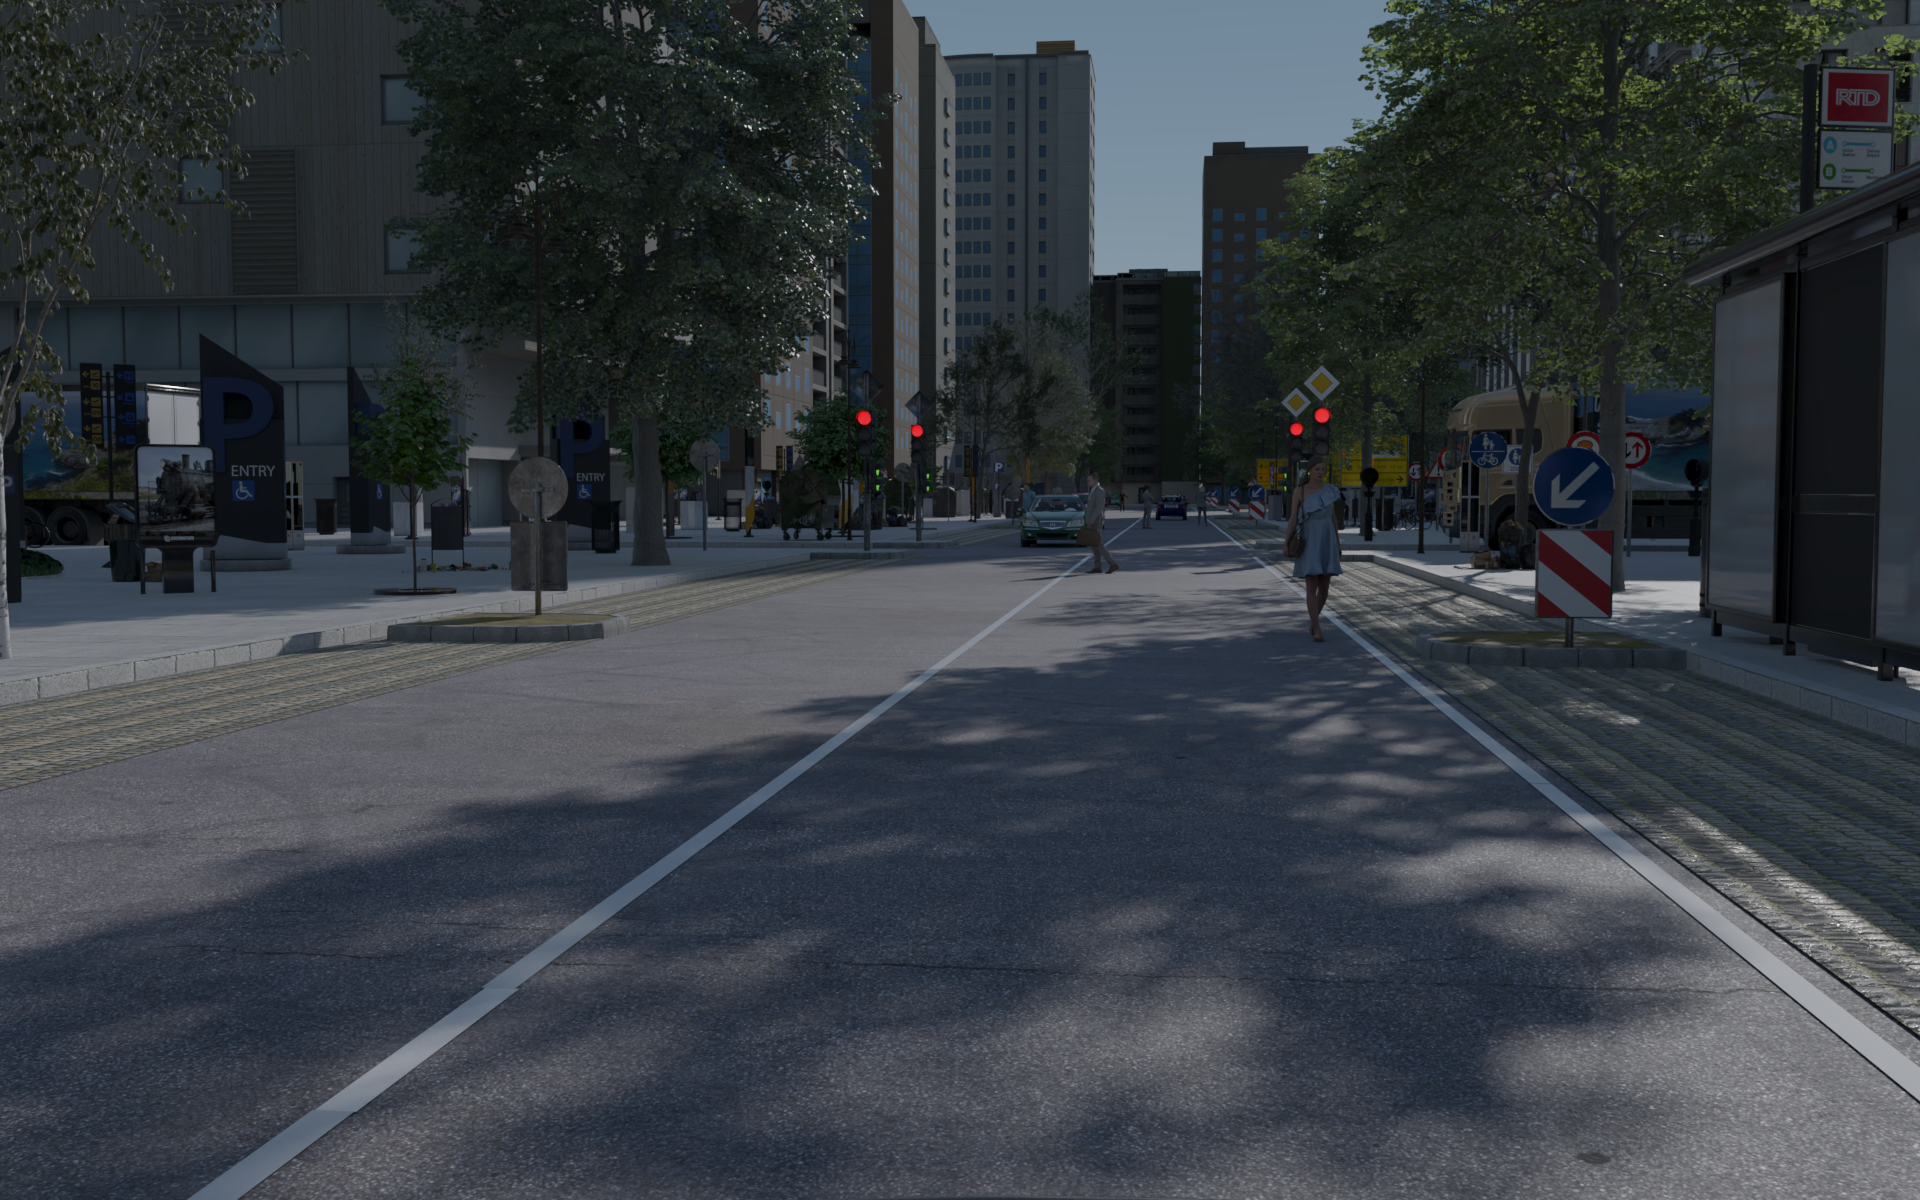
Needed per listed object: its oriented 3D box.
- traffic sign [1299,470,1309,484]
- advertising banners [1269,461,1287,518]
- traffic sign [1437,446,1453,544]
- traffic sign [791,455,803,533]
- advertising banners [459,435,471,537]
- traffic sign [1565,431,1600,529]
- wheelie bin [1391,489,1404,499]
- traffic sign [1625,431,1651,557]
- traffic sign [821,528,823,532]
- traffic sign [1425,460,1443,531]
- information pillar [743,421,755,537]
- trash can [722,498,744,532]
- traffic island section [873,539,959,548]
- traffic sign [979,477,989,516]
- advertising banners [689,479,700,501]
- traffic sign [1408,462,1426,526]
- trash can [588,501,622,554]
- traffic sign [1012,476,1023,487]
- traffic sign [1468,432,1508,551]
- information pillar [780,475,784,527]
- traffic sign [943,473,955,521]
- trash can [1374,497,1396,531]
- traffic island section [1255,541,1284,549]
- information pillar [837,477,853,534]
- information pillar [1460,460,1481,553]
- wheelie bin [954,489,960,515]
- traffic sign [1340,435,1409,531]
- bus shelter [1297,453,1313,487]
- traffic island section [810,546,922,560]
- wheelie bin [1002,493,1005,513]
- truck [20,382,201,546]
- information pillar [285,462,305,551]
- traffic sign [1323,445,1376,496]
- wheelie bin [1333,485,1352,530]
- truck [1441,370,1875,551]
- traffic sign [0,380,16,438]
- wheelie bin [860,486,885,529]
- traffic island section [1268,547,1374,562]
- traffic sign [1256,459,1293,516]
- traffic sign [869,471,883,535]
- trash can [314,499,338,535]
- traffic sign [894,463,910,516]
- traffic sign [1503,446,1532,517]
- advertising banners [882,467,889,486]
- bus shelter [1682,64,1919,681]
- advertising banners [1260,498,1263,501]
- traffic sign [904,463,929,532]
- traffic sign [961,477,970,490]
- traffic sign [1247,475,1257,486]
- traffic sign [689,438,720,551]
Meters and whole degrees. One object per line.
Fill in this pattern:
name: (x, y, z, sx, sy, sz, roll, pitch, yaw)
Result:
traffic sign: (14.581, -4.337, 73.047, 0.606, 2.300, 0.079, 1, 4, 12)
advertising banners: (17.012, -5.883, 92.379, 0.090, 3.025, 2.074, -1, 4, -19)
traffic sign: (12.746, -2.739, 44.888, 0.768, 2.556, 0.104, 1, 4, 10)
traffic sign: (-5.260, -3.476, 56.829, 0.884, 2.594, 0.081, 1, 4, 15)
advertising banners: (-14.862, -3.411, 51.956, 0.090, 3.025, 2.074, 0, 4, -8)
traffic sign: (12.600, -2.133, 34.988, 0.768, 2.556, 0.104, 1, 4, 14)
wheelie bin: (25.858, -5.785, 102.494, 0.693, 1.594, 0.980, 1, 4, 20)
traffic sign: (13.615, -2.146, 35.197, 0.768, 2.556, 0.104, 1, 4, 10)
traffic sign: (-4.593, -3.514, 57.461, 0.884, 2.594, 0.081, 1, 4, 14)
traffic sign: (16.456, -3.645, 59.596, 0.884, 2.594, 0.081, 1, 4, 11)
information pillar: (-6.249, -3.673, 51.409, 0.183, 3.616, 0.504, 1, 4, 18)
trash can: (-7.776, -2.912, 59.266, 0.748, 1.137, 0.748, 0, 3, 0)
traffic island section: (-1.140, -1.517, 47.086, 2.009, 0.180, 2.903, 0, 4, 7)
traffic sign: (1.403, -6.073, 101.424, 0.606, 2.300, 0.079, 1, 4, 9)
advertising banners: (-14.013, -5.833, 91.560, 0.090, 3.025, 2.074, -2, 4, -24)
traffic sign: (18.112, -4.202, 68.812, 0.768, 2.556, 0.104, 1, 4, 10)
trash can: (-7.685, -1.584, 37.546, 0.748, 1.137, 0.748, 0, 3, 0)
traffic sign: (4.015, -7.451, 121.934, 0.768, 2.556, 0.104, 1, 4, 9)
traffic sign: (10.772, -2.158, 35.396, 0.768, 2.556, 0.104, 1, 4, 13)
information pillar: (-6.602, -3.736, 65.572, 0.304, 2.012, 0.304, 2, 4, 27)
traffic sign: (-0.540, -4.901, 82.254, 0.606, 2.300, 0.079, 1, 4, 17)
trash can: (14.736, -2.964, 60.116, 0.748, 1.137, 0.748, 0, 3, 0)
traffic island section: (8.874, -1.441, 45.843, 2.009, 0.180, 2.903, 0, 4, 7)
information pillar: (-3.722, -3.967, 56.222, 0.504, 3.616, 0.183, -2, 4, -34)
information pillar: (11.124, -2.035, 37.761, 0.304, 2.012, 0.304, -1, 4, -22)
wheelie bin: (-0.264, -6.034, 106.569, 0.980, 1.594, 0.693, -3, 4, -37)
traffic sign: (14.222, -4.014, 59.498, 2.265, 3.308, 0.079, 1, 4, 15)
bus shelter: (18.995, -7.043, 92.784, 2.179, 5.291, 8.768, 0, 4, 7)
traffic island section: (-2.124, -1.032, 39.162, 2.009, 0.180, 2.903, 0, 4, 7)
wheelie bin: (3.203, -6.464, 113.591, 0.693, 1.594, 0.980, 2, 4, 29)
truck: (-25.738, -3.453, 45.371, 11.283, 4.237, 2.839, 0, 4, 8)
information pillar: (-15.115, -2.130, 39.311, 0.304, 2.012, 0.304, 3, 4, 36)
traffic sign: (15.607, -4.640, 69.745, 2.265, 3.308, 0.079, 0, 4, 8)
wheelie bin: (13.361, -3.291, 61.716, 0.693, 1.594, 0.980, 0, 4, -7)
truck: (16.493, -3.155, 40.502, 11.283, 4.237, 2.839, 0, 4, 6)
traffic sign: (-10.381, -1.120, 18.422, 0.768, 2.556, 0.104, 1, 4, 12)
wheelie bin: (-3.189, -3.432, 64.025, 0.980, 1.594, 0.693, -2, 4, -30)
traffic island section: (7.890, -0.956, 37.918, 2.009, 0.180, 2.903, 0, 4, 7)
traffic sign: (18.236, -6.481, 99.834, 2.265, 3.308, 0.079, 1, 4, 15)
traffic sign: (-2.831, -3.318, 54.247, 0.884, 2.594, 0.081, 1, 4, 14)
trash can: (-19.962, -2.625, 54.569, 0.748, 1.137, 0.748, 0, 3, 0)
traffic sign: (-2.329, -4.293, 70.302, 0.768, 2.556, 0.104, 1, 4, 16)
traffic sign: (11.614, -2.080, 36.143, 0.606, 2.300, 0.079, 1, 4, 12)
advertising banners: (-4.221, -7.181, 113.591, 2.074, 3.025, 0.090, -2, 4, -26)
bus shelter: (7.404, -2.223, 13.981, 2.179, 5.291, 8.768, 0, 4, 7)
advertising banners: (17.893, -6.518, 102.753, 0.090, 3.025, 2.074, 2, 4, 28)
traffic sign: (-1.489, -3.615, 59.115, 0.884, 2.594, 0.081, 1, 4, 12)
traffic sign: (0.368, -6.194, 103.403, 0.606, 2.300, 0.079, 1, 4, 10)
traffic sign: (19.778, -7.149, 116.890, 0.884, 2.594, 0.081, 1, 4, 9)
traffic sign: (-5.802, -2.396, 39.285, 0.768, 2.556, 0.104, 1, 4, 16)
